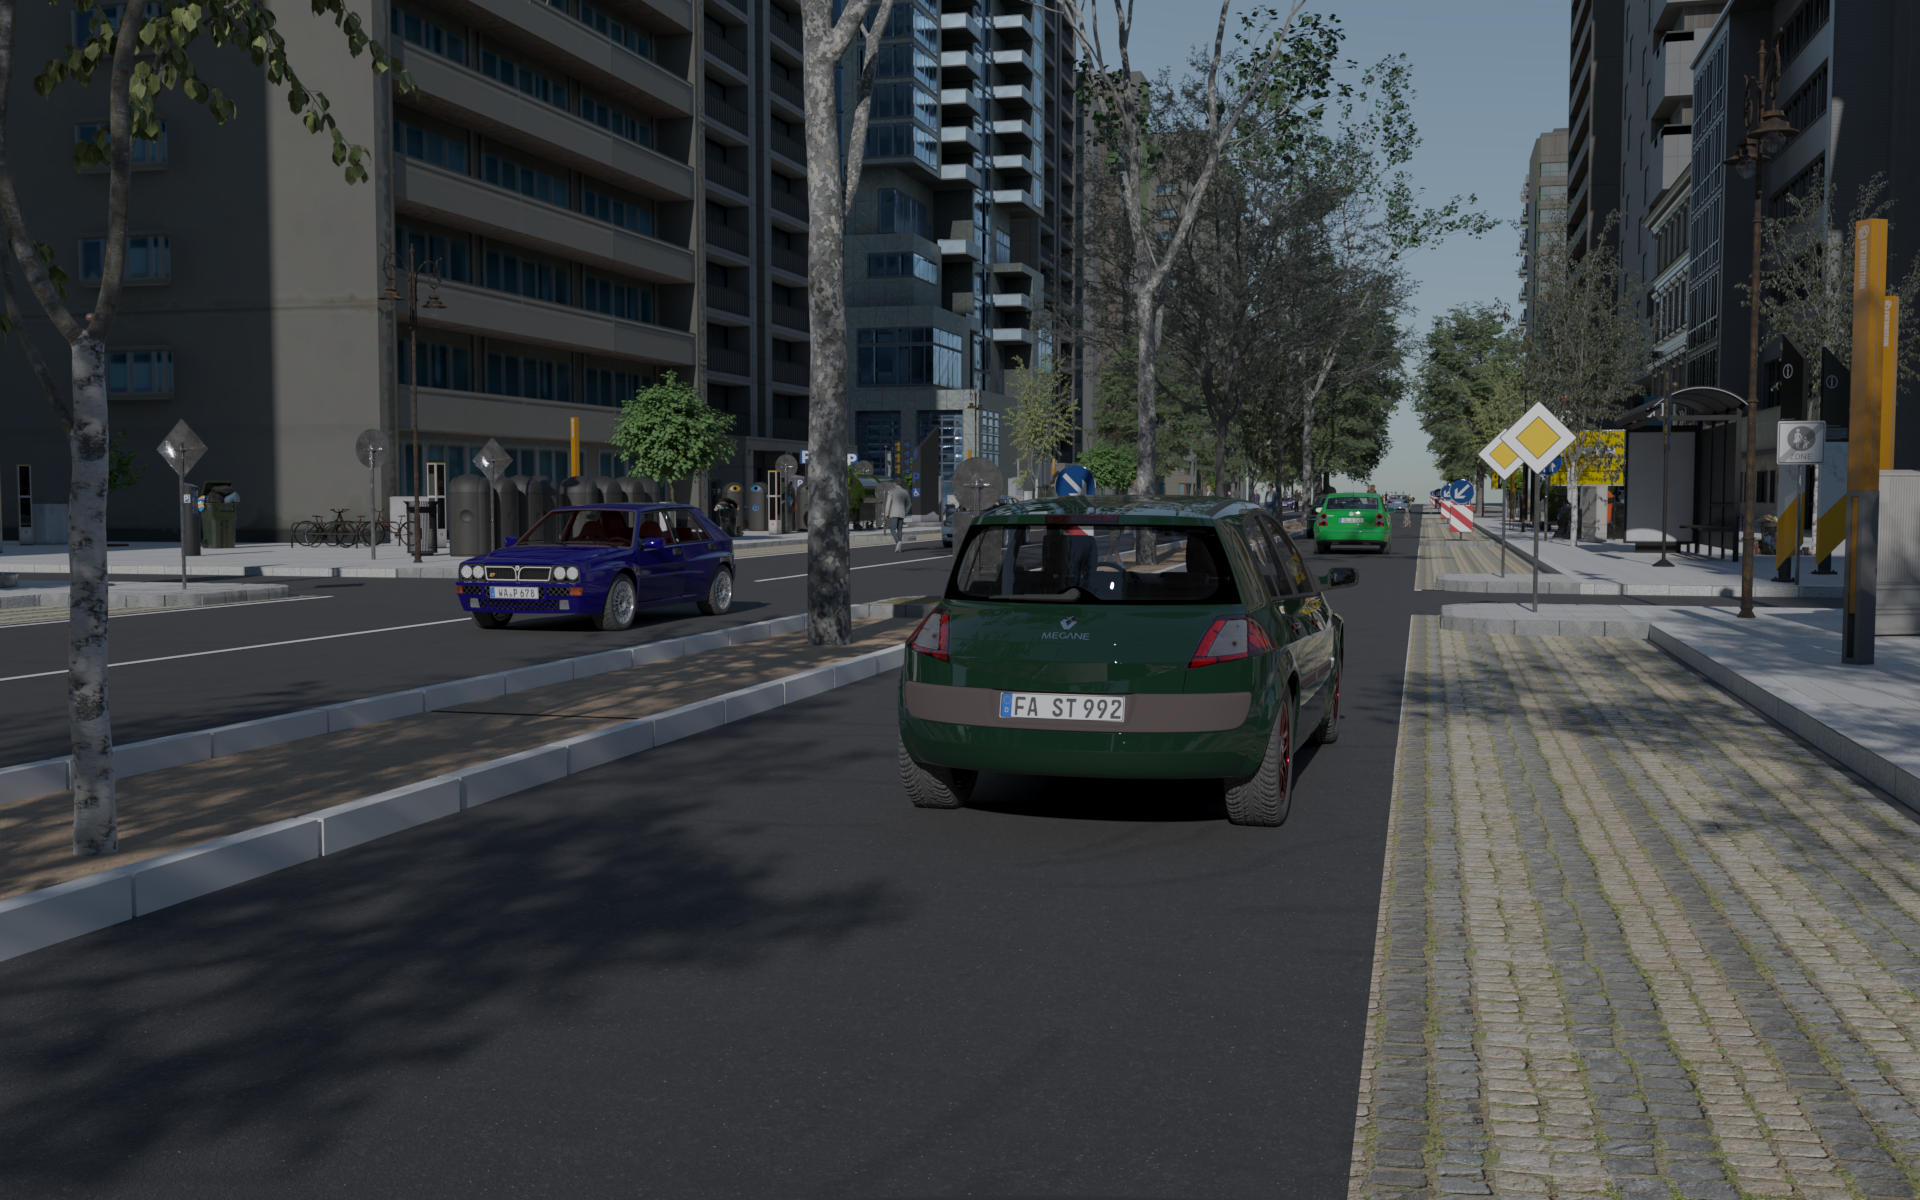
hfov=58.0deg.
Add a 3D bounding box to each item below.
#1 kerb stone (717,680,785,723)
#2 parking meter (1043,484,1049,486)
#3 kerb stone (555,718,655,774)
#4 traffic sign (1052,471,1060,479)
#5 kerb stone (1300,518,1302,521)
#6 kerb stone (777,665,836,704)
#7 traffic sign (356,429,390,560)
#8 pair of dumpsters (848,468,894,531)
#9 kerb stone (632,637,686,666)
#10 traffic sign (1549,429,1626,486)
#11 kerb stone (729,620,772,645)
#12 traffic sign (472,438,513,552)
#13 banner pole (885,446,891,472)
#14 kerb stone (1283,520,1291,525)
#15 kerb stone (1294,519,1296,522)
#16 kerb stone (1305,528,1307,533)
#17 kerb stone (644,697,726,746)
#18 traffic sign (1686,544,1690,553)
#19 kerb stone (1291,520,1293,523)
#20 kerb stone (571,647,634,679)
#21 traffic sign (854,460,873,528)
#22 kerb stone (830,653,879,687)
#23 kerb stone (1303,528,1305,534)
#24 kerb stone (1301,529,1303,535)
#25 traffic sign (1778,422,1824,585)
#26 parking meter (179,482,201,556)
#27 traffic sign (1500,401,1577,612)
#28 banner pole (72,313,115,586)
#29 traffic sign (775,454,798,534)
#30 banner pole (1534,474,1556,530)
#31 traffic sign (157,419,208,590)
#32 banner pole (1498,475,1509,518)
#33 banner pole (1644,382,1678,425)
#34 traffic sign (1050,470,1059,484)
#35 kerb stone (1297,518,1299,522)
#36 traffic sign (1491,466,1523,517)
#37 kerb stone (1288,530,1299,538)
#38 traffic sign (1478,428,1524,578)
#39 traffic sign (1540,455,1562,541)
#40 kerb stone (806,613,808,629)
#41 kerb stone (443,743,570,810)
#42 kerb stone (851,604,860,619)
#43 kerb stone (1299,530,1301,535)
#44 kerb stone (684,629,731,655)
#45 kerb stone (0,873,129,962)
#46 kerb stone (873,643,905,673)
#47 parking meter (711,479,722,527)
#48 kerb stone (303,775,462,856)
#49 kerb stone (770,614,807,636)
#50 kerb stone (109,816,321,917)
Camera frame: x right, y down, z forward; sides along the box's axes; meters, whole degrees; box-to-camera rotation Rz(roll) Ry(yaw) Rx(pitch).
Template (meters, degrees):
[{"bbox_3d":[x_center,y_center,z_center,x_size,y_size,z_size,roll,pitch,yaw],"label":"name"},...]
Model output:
[{"bbox_3d":[-1.391,0.666,11.305,0.120,0.150,1.000,1,4,15],"label":"kerb stone"},{"bbox_3d":[4.887,-5.650,98.083,0.399,1.863,0.255,0,4,1],"label":"parking meter"},{"bbox_3d":[-1.927,0.787,9.332,0.120,0.150,1.000,1,4,15],"label":"kerb stone"},{"bbox_3d":[5.509,-5.916,96.829,0.768,2.556,0.104,1,4,17],"label":"traffic sign"},{"bbox_3d":[17.447,-4.122,89.597,0.120,0.150,1.000,1,4,15],"label":"kerb stone"},{"bbox_3d":[-1.121,0.606,12.294,0.120,0.150,1.000,1,4,15],"label":"kerb stone"},{"bbox_3d":[-11.463,-2.059,33.777,0.768,2.556,0.104,1,4,17],"label":"traffic sign"},{"bbox_3d":[-3.481,-3.649,62.151,1.574,2.255,4.437,1,4,15],"label":"pair of dumpsters"},{"bbox_3d":[-2.626,0.453,14.797,0.120,0.150,1.000,1,4,15],"label":"kerb stone"},{"bbox_3d":[19.865,-3.732,54.897,2.265,3.308,0.079,1,4,22],"label":"traffic sign"},{"bbox_3d":[-2.088,0.334,16.777,0.120,0.150,1.000,1,4,15],"label":"kerb stone"},{"bbox_3d":[-8.346,-1.668,30.920,0.795,2.450,0.064,1,4,15],"label":"traffic sign"},{"bbox_3d":[-3.707,-6.062,89.134,0.401,3.779,0.863,-2,4,-28],"label":"banner pole"},{"bbox_3d":[15.592,-3.698,82.661,0.120,0.150,1.000,1,4,15],"label":"kerb stone"},{"bbox_3d":[16.388,-3.879,85.634,0.120,0.150,1.000,1,4,15],"label":"kerb stone"},{"bbox_3d":[12.294,-2.452,62.280,0.120,0.150,1.000,1,4,15],"label":"kerb stone"},{"bbox_3d":[-1.658,0.728,10.319,0.120,0.150,1.000,1,4,15],"label":"kerb stone"},{"bbox_3d":[15.970,-2.311,37.898,0.768,2.556,0.104,1,4,21],"label":"traffic sign"},{"bbox_3d":[15.853,-3.757,83.649,0.120,0.150,1.000,1,4,15],"label":"kerb stone"},{"bbox_3d":[-2.896,0.513,13.806,0.120,0.150,1.000,1,4,15],"label":"kerb stone"},{"bbox_3d":[-3.665,-4.006,65.605,0.768,2.556,0.104,1,4,19],"label":"traffic sign"},{"bbox_3d":[-0.854,0.545,13.281,0.120,0.150,1.000,1,4,15],"label":"kerb stone"},{"bbox_3d":[12.025,-2.391,61.294,0.120,0.150,1.000,1,4,15],"label":"kerb stone"},{"bbox_3d":[11.762,-2.329,60.307,0.120,0.150,1.000,1,4,15],"label":"kerb stone"},{"bbox_3d":[11.796,-1.359,24.345,0.606,2.300,0.079,1,4,20],"label":"traffic sign"},{"bbox_3d":[-15.926,-1.677,35.832,0.372,1.533,0.369,0,3,0],"label":"parking meter"},{"bbox_3d":[6.235,-0.923,18.734,0.795,2.450,0.064,1,4,15],"label":"traffic sign"},{"bbox_3d":[-12.002,-2.068,23.834,0.401,3.779,0.863,0,4,-4],"label":"banner pole"},{"bbox_3d":[-5.591,-3.398,55.658,0.768,2.556,0.104,1,4,17],"label":"traffic sign"},{"bbox_3d":[21.089,-4.428,62.414,0.863,3.779,0.401,-1,4,-8],"label":"banner pole"},{"bbox_3d":[-10.417,-1.197,23.207,0.795,2.450,0.064,1,4,15],"label":"traffic sign"},{"bbox_3d":[28.804,-6.215,91.631,0.863,3.779,0.401,-1,4,-15],"label":"banner pole"},{"bbox_3d":[15.781,-2.993,38.945,0.863,3.779,0.401,2,4,29],"label":"banner pole"},{"bbox_3d":[5.298,-5.771,94.352,0.884,2.594,0.081,1,4,18],"label":"traffic sign"},{"bbox_3d":[16.918,-4.001,87.612,0.120,0.150,1.000,1,4,15],"label":"kerb stone"},{"bbox_3d":[30.297,-6.182,94.942,2.265,3.308,0.079,1,4,18],"label":"traffic sign"},{"bbox_3d":[11.232,-2.208,58.329,0.120,0.150,1.000,1,4,15],"label":"kerb stone"},{"bbox_3d":[8.305,-1.395,26.447,0.795,2.450,0.064,1,4,15],"label":"traffic sign"},{"bbox_3d":[16.010,-2.885,47.272,0.768,2.556,0.104,1,4,16],"label":"traffic sign"},{"bbox_3d":[-1.550,0.210,18.757,0.120,0.150,1.000,1,4,15],"label":"kerb stone"},{"bbox_3d":[-2.187,0.847,8.343,0.120,0.150,1.000,1,4,15],"label":"kerb stone"},{"bbox_3d":[-1.300,0.156,19.749,0.120,0.150,1.000,1,4,15],"label":"kerb stone"},{"bbox_3d":[11.500,-2.270,59.316,0.120,0.150,1.000,1,4,15],"label":"kerb stone"},{"bbox_3d":[-2.361,0.395,15.788,0.120,0.150,1.000,1,4,15],"label":"kerb stone"},{"bbox_3d":[-2.982,1.029,5.375,0.120,0.150,1.000,1,4,15],"label":"kerb stone"},{"bbox_3d":[-0.599,0.492,14.271,0.120,0.150,1.000,1,4,15],"label":"kerb stone"},{"bbox_3d":[-9.614,-3.832,68.360,0.255,1.863,0.399,2,4,30],"label":"parking meter"},{"bbox_3d":[-2.447,0.909,7.353,0.120,0.150,1.000,1,4,15],"label":"kerb stone"},{"bbox_3d":[-1.828,0.271,17.765,0.120,0.150,1.000,1,4,15],"label":"kerb stone"},{"bbox_3d":[-2.719,0.968,6.363,0.120,0.150,1.000,1,4,15],"label":"kerb stone"}]
